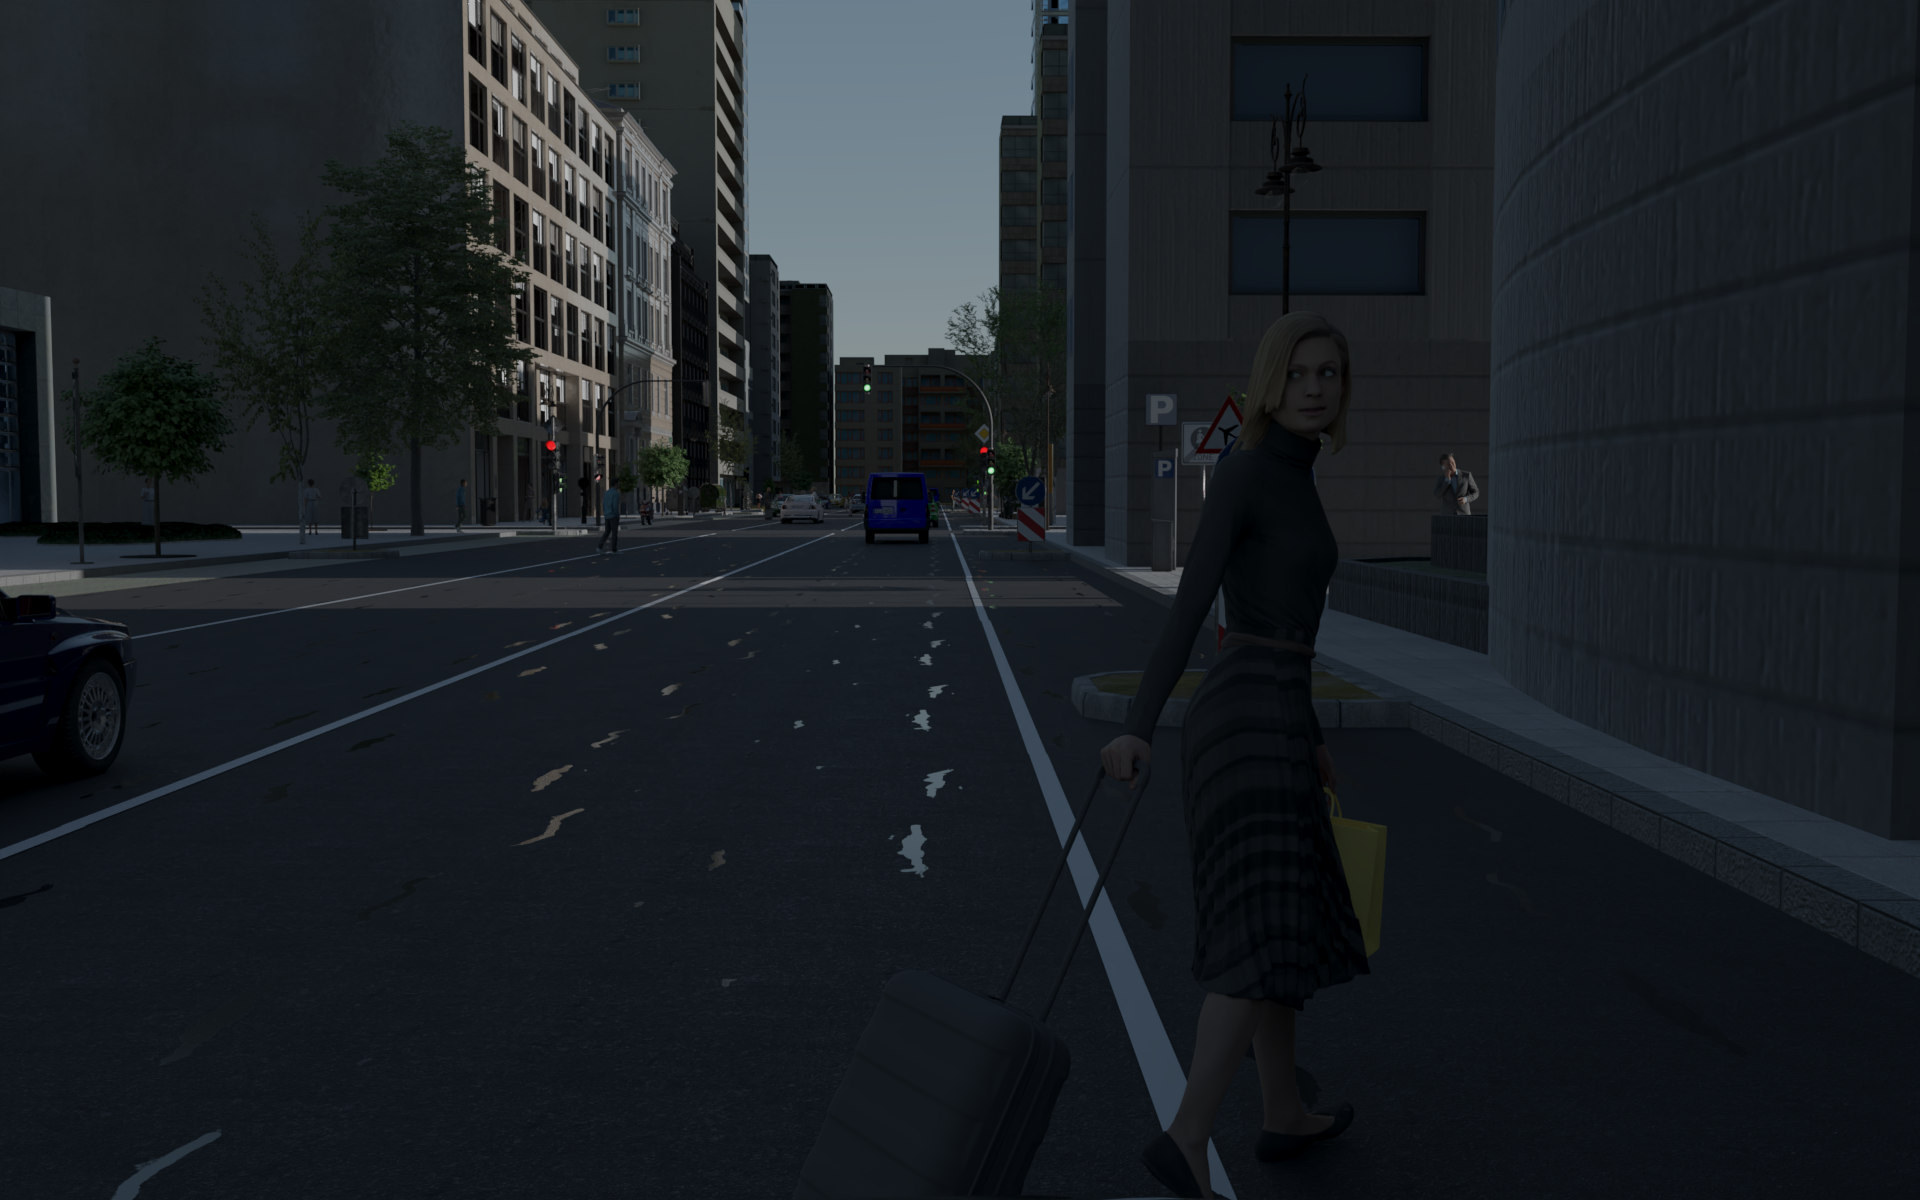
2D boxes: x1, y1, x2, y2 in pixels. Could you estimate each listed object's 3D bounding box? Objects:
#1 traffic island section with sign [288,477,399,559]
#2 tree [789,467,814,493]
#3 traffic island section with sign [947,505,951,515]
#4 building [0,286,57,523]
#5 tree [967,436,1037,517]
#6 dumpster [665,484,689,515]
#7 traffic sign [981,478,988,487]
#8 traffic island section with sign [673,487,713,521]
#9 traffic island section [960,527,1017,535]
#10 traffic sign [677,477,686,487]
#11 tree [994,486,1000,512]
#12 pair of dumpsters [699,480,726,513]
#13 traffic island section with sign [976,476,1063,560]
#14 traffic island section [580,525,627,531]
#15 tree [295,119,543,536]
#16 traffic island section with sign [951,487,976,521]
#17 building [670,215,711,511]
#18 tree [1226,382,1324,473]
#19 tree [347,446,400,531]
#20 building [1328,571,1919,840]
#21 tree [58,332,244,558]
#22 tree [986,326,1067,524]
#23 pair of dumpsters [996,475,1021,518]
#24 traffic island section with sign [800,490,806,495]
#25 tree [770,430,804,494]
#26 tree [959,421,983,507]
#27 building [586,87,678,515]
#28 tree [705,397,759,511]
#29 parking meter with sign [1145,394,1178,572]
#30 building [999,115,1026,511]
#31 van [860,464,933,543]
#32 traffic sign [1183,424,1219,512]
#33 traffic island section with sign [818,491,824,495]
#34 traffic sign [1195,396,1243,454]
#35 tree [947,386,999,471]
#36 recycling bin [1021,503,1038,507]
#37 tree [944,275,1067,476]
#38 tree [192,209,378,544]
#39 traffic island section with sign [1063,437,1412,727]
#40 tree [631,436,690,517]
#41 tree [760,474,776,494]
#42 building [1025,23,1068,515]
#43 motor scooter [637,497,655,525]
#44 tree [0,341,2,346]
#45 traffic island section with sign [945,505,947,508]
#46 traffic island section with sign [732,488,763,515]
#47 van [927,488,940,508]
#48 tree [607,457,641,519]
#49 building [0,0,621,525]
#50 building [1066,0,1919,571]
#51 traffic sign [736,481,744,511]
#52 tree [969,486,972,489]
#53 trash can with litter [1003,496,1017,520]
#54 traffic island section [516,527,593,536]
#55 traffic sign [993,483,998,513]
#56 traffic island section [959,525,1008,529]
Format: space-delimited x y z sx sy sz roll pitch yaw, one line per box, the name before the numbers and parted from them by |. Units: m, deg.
traffic island section with sign | -13.713 -1.846 38.802 1.989 1.847 2.006 0 4 -1
tree | -19.417 -13.982 212.317 4.285 4.588 4.351 0 3 0
traffic island section with sign | 0.298 -6.876 121.048 1.989 1.847 2.006 0 4 -1
building | -45.088 -44.674 43.090 31.000 86.520 22.319 0 4 -1
tree | 2.793 -6.999 98.140 4.285 4.588 4.351 0 3 0
dumpster | -17.024 -6.013 104.063 1.264 1.857 1.865 0 4 -1
traffic sign | 2.073 -8.471 138.600 0.768 2.556 0.104 0 4 6
traffic island section with sign | -14.464 -5.224 94.044 1.989 1.847 2.006 0 4 -1
traffic island section | 1.098 -2.389 61.343 2.009 0.180 2.903 0 4 -1
traffic sign | -17.143 -6.393 106.654 0.606 2.300 0.079 0 4 1
tree | 3.068 -7.940 124.414 1.663 3.219 1.824 0 3 0
pair of dumpsters | -17.223 -7.204 120.271 1.574 2.255 4.437 0 4 -1
traffic island section with sign | 1.426 -1.828 38.517 1.989 1.847 2.006 0 4 -1
traffic island section | -14.450 -2.865 69.124 2.009 0.180 2.903 0 4 -1
tree | -16.374 -8.244 52.913 7.486 12.596 7.792 0 3 0
traffic island section with sign | 0.661 -5.221 93.992 1.989 1.847 2.006 0 4 -1
building | -26.590 -18.615 134.028 12.332 23.373 15.834 0 4 -1
tree | 4.693 -1.928 26.119 1.663 3.219 1.824 0 3 0
tree | -20.439 -4.006 60.099 1.663 3.219 1.824 0 3 0
building | 13.906 -28.426 6.766 21.231 58.520 28.212 0 4 -1
tree | -16.209 -3.141 35.066 4.285 4.588 4.351 0 3 0
tree | 3.871 -7.636 75.203 4.360 8.622 3.978 0 3 0
pair of dumpsters | 2.767 -5.466 91.864 1.574 2.255 4.437 0 4 -1
traffic island section with sign | -15.517 -9.970 171.635 1.989 1.847 2.006 0 4 -1
tree | -19.279 -14.929 194.451 4.737 8.622 4.395 0 3 0
tree | 1.940 -13.234 166.735 4.360 8.622 3.978 0 3 0
building | -26.917 -20.163 115.570 13.634 28.700 20.117 0 4 -1
tree | -17.219 -11.008 130.342 4.737 8.622 4.395 0 3 0
parking meter with sign | 3.431 -2.025 29.370 0.543 3.016 1.738 0 4 5
building | 9.976 -22.250 135.495 14.160 30.474 14.107 0 4 -1
van | -1.898 -2.912 51.991 2.240 2.365 5.245 0 4 -2
traffic sign | 3.454 -1.378 24.661 0.606 2.300 0.079 0 4 6
traffic island section with sign | -15.876 -11.618 198.588 1.989 1.847 2.006 0 4 -1
traffic sign | 3.550 -1.403 22.945 0.884 2.594 0.081 0 4 1
tree | 2.401 -13.195 150.142 7.601 10.594 8.767 -1 4 -23
recycling bin | 2.951 -3.664 72.463 0.722 1.027 0.722 0 4 7
tree | 3.352 -9.672 83.896 9.928 11.665 9.643 0 3 0
tree | -17.043 -5.725 43.967 4.737 8.622 4.395 0 3 0
traffic island section with sign | 1.774 -0.180 11.564 1.989 1.847 2.006 0 4 -1
tree | -16.953 -7.000 98.160 4.285 4.588 4.351 0 3 0
tree | -18.334 -10.570 167.414 1.663 3.219 1.824 0 3 0
building | 11.799 -20.725 110.549 14.160 30.474 14.107 0 4 -1
motor scooter | -14.377 -4.083 79.542 0.815 1.314 1.986 0 4 1
tree | -26.387 -5.724 43.954 4.360 8.622 3.978 0 3 0
traffic island section with sign | -0.390 -9.980 171.805 1.989 1.847 2.006 0 4 -1
traffic island section with sign | -14.831 -6.886 121.206 1.989 1.847 2.006 0 4 -1
van | -3.148 -10.640 178.354 2.240 2.365 5.245 0 4 -2
tree | -17.450 -5.893 90.946 1.663 3.219 1.824 0 3 0
building | -30.144 -17.343 88.079 19.350 26.468 34.151 0 4 -1
building | 13.245 -30.636 42.905 21.231 58.520 28.212 0 4 -1
traffic sign | -17.010 -8.071 134.098 0.606 2.300 0.079 0 3 0
tree | 2.078 -13.056 208.071 1.663 3.219 1.824 0 3 0
trash can with litter | 2.665 -4.632 87.121 1.055 1.170 0.624 3 5 43
traffic island section | -14.342 -2.377 61.140 2.009 0.180 2.903 0 4 -1
traffic sign | 2.512 -7.156 117.108 0.768 2.556 0.104 0 4 0
traffic island section | 0.990 -2.877 69.327 2.009 0.180 2.903 0 4 -1
